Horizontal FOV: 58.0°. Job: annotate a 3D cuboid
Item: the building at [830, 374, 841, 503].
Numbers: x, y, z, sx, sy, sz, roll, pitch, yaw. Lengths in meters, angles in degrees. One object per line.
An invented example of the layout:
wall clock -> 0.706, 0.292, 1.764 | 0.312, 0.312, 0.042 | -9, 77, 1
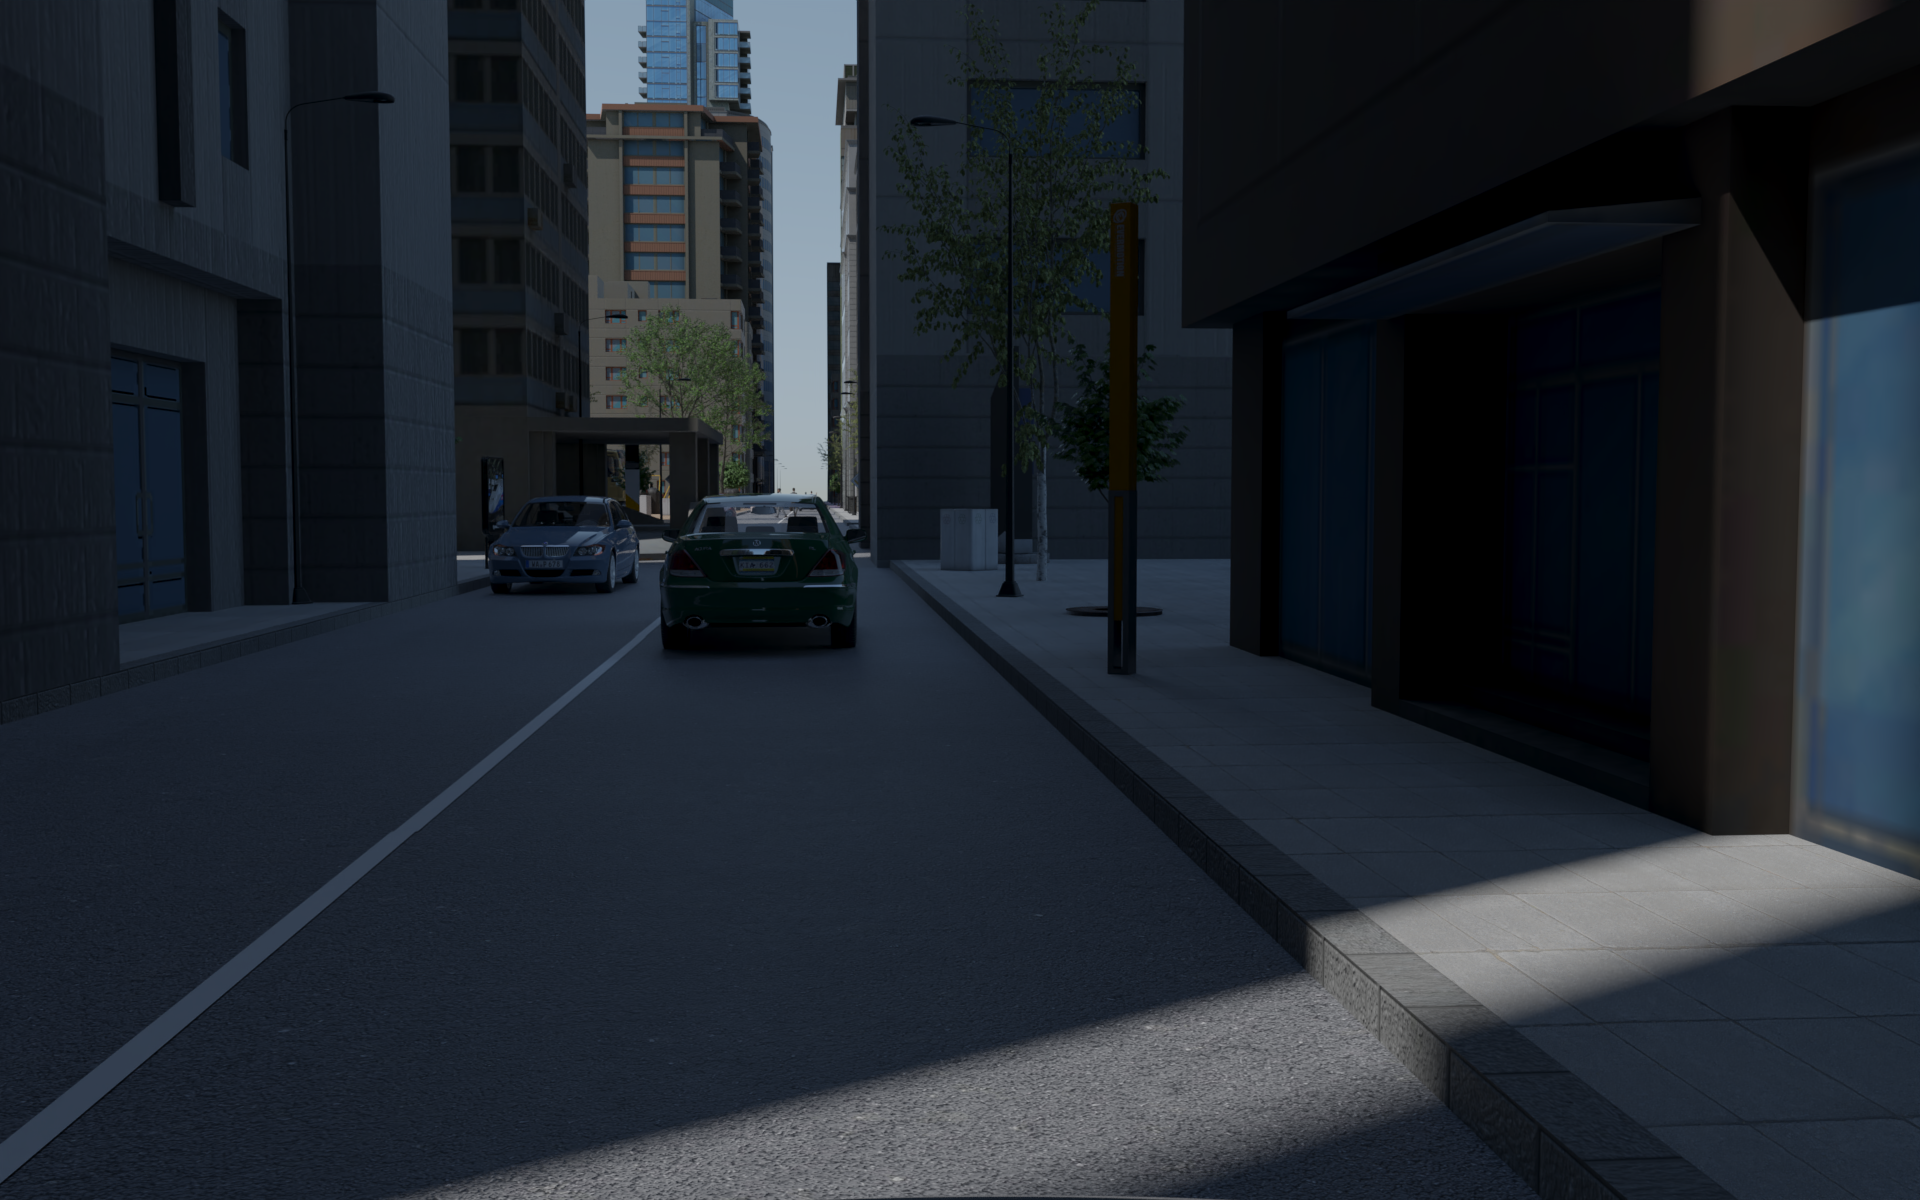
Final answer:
building -> -5.871, -25.672, 264.780 | 27.650, 21.520, 28.899 | 0, 4, -5

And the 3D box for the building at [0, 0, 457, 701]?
building -> -16.399, -28.499, 7.954 | 21.231, 58.520, 28.212 | 0, 4, -5

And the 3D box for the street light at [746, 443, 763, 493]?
street light -> -18.548, -11.134, 154.582 | 1.470, 5.913, 1.316 | 0, 4, -5

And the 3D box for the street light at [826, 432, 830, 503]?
street light -> -9.062, -9.585, 129.254 | 1.470, 5.913, 1.316 | 0, 4, -5

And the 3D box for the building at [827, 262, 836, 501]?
building -> -16.449, -38.074, 306.103 | 14.154, 41.232, 14.086 | 0, 4, -5

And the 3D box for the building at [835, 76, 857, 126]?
building -> -0.949, -38.374, 216.646 | 28.713, 52.752, 27.495 | 0, 4, -5

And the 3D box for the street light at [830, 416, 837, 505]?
street light -> -6.878, -8.017, 103.616 | 1.470, 5.913, 1.316 | 0, 4, -5

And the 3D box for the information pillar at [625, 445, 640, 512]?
information pillar -> -11.045, -4.105, 58.465 | 0.504, 3.616, 0.183 | -1, 4, -14

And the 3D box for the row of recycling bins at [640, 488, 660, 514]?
row of recycling bins -> -20.394, -6.243, 109.191 | 1.069, 1.692, 3.534 | 3, 4, 37

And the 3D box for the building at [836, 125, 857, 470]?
building -> -6.467, -31.322, 195.709 | 14.154, 41.232, 14.086 | 0, 4, -5

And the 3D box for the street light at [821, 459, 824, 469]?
street light -> -15.406, -14.251, 205.549 | 1.470, 5.913, 1.316 | 0, 4, -5

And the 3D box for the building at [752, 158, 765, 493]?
building -> -32.352, -34.745, 218.192 | 14.600, 45.320, 14.200 | 0, 4, -5

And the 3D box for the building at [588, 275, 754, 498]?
building -> -34.401, -19.706, 167.235 | 27.650, 21.520, 28.899 | 0, 4, -5

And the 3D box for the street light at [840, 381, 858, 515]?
street light -> -4.057, -6.026, 71.071 | 1.470, 5.913, 1.316 | 0, 4, -5

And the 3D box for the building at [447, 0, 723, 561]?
building -> -22.433, -21.424, 42.165 | 32.217, 40.220, 23.993 | 0, 4, -5

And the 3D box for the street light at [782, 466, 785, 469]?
street light -> -27.633, -17.712, 262.135 | 1.470, 5.913, 1.316 | 0, 4, -5

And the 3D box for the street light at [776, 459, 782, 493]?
street light -> -25.549, -16.204, 237.475 | 1.470, 5.913, 1.316 | 0, 4, -5

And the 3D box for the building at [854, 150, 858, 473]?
building -> 0.549, -19.519, 112.650 | 14.314, 27.812, 24.014 | 0, 4, -5

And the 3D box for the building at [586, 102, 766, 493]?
building -> -33.457, -33.132, 196.328 | 22.147, 44.769, 28.867 | 0, 4, -5

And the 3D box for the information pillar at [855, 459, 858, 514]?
information pillar -> -6.879, -7.523, 114.362 | 0.183, 3.616, 0.504 | 0, 4, -7

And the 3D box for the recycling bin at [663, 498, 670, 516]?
recycling bin -> -17.478, -5.591, 103.967 | 0.722, 1.027, 0.722 | 0, 4, 3

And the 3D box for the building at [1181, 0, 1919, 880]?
building -> 9.373, -21.838, 7.169 | 14.600, 45.320, 14.200 | 0, 4, -5

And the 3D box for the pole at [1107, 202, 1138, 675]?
pole -> 1.155, -1.126, 12.261 | 0.158, 3.312, 0.155 | 0, 3, 0

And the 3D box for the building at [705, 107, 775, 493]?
building -> -39.207, -44.135, 263.599 | 21.231, 58.520, 28.212 | 0, 4, -5

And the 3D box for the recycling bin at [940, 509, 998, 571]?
recycling bin -> 0.154, -1.020, 29.232 | 0.722, 1.027, 0.722 | 3, 5, 41

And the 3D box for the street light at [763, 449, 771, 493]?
street light -> -20.676, -12.665, 179.607 | 1.470, 5.913, 1.316 | 0, 4, -5

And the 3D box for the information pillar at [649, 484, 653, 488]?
information pillar -> -20.139, -6.612, 112.591 | 0.304, 2.012, 0.304 | 3, 5, 42

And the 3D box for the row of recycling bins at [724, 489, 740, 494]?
row of recycling bins -> -17.829, -7.804, 134.702 | 1.069, 1.692, 3.534 | -1, 4, -18

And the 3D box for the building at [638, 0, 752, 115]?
building -> -42.730, -59.962, 293.054 | 22.319, 86.520, 31.000 | 0, 4, -5

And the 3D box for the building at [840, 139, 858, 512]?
building -> -3.819, -22.121, 139.177 | 11.434, 29.767, 29.804 | 0, 4, -5

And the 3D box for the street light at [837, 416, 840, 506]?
street light -> -4.728, -6.509, 78.962 | 1.470, 5.913, 1.316 | 0, 4, -5

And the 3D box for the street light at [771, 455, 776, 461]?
street light -> -22.724, -14.173, 204.269 | 1.470, 5.913, 1.316 | 0, 4, -5

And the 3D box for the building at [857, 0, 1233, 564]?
building -> 7.668, -30.865, 46.642 | 21.231, 58.520, 28.212 | 0, 4, -5
